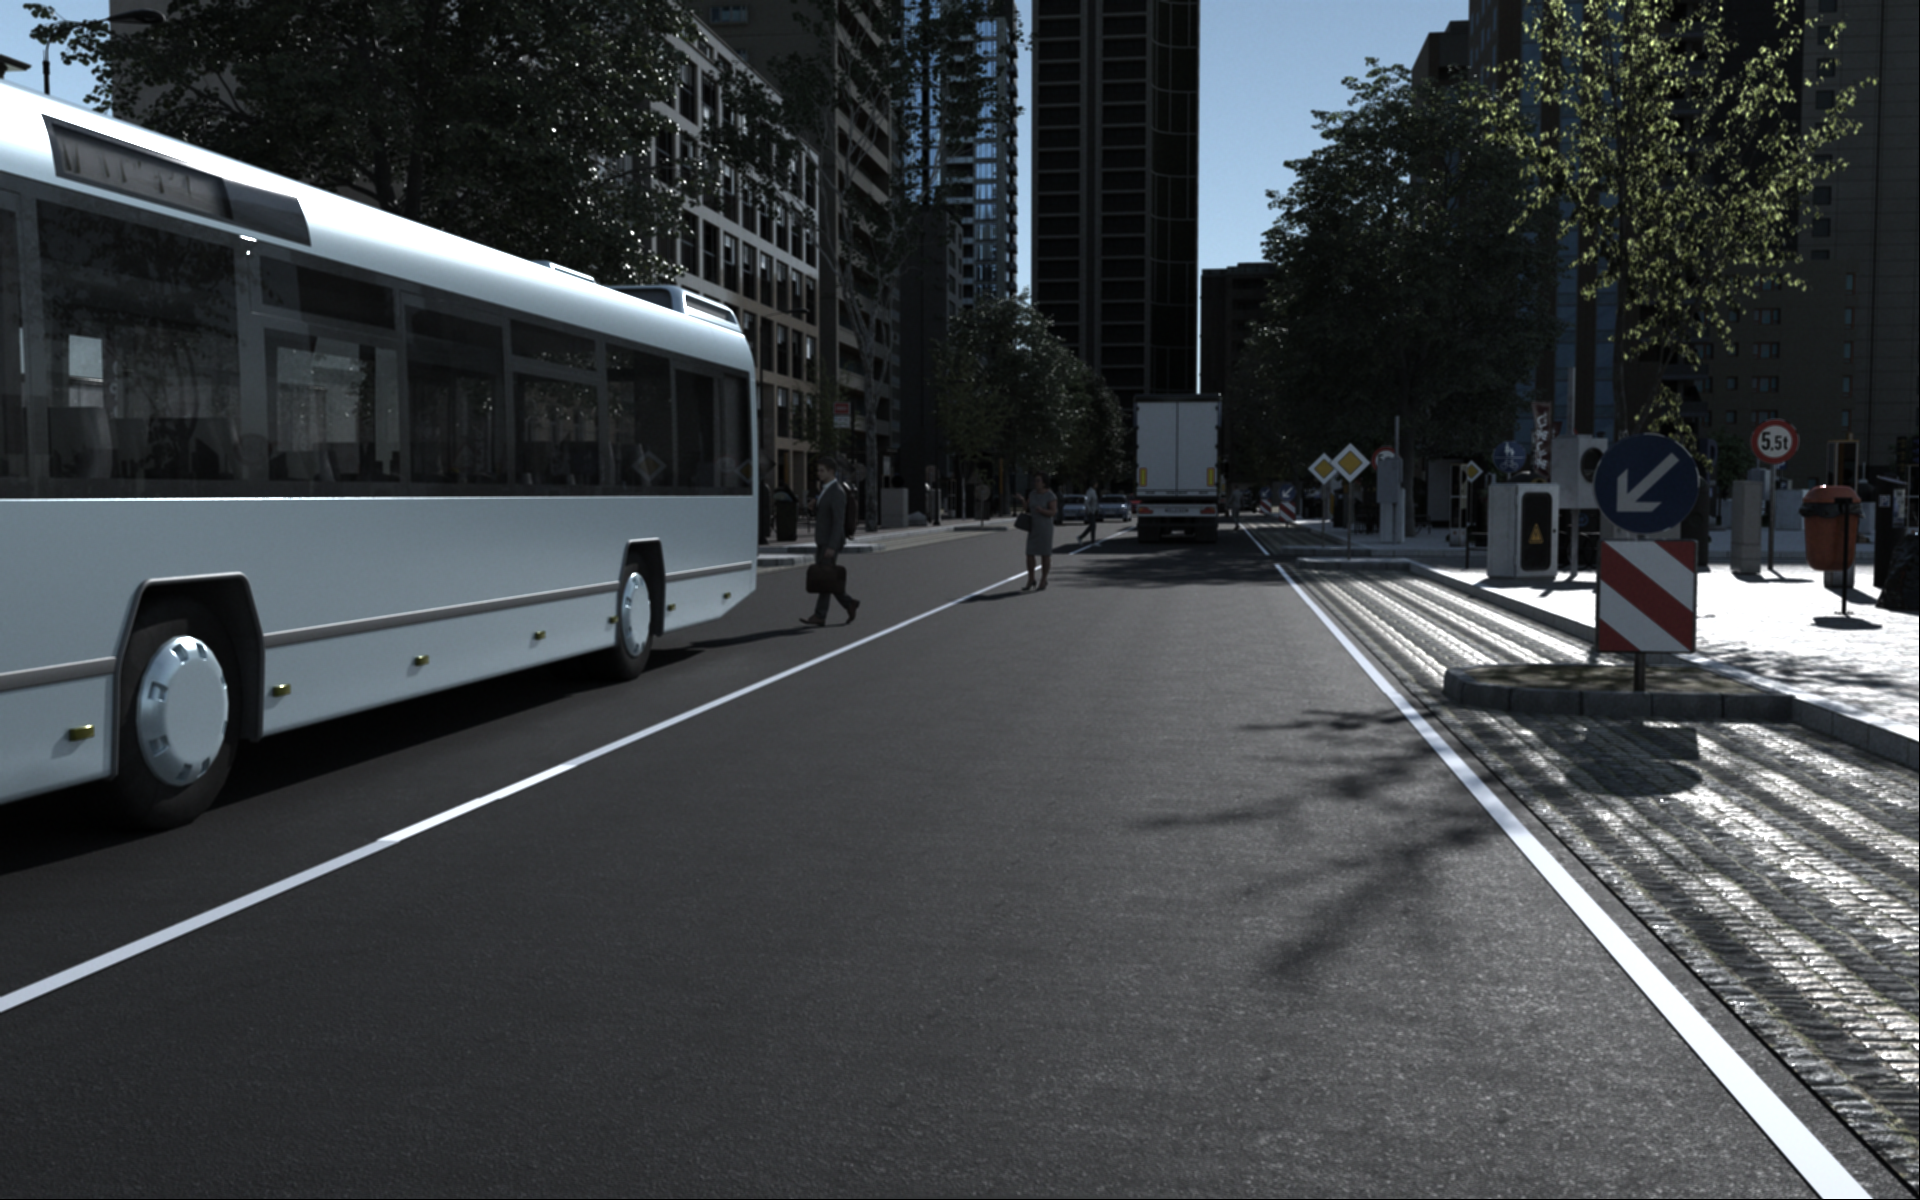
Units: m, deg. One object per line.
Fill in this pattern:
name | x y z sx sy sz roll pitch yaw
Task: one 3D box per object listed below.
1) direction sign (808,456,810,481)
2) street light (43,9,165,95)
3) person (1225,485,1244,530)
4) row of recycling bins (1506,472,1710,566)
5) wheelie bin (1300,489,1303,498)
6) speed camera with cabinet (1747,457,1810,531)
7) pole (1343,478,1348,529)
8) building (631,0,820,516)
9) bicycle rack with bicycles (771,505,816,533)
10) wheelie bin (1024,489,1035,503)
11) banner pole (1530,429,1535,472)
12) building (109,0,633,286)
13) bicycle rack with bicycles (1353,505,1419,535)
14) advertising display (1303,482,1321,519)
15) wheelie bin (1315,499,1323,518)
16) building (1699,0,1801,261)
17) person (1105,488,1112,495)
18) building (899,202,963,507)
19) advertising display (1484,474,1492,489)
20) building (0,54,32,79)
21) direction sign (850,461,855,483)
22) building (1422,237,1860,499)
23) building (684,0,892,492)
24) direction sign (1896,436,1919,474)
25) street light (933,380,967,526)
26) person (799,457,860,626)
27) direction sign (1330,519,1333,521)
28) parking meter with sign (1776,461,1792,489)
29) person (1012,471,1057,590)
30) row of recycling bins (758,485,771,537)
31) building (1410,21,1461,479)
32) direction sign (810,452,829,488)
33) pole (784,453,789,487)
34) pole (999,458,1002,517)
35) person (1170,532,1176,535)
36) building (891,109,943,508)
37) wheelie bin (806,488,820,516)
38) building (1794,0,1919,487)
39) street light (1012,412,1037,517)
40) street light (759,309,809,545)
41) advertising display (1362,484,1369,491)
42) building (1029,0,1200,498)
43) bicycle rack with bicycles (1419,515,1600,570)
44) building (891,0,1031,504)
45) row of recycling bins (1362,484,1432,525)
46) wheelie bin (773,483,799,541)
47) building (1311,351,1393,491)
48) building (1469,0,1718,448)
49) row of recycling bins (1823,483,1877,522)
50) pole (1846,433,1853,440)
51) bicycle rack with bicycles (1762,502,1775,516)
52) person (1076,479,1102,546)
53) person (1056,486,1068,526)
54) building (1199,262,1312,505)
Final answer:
direction sign | -8.619 -6.802 103.208 0.876 3.537 0.379 1 4 21
street light | -8.311 -2.709 16.831 1.470 5.913 1.316 1 4 8
person | 11.077 -3.732 69.645 0.709 1.813 0.853 -2 4 -27
row of recycling bins | 11.722 -1.495 31.561 3.534 1.692 1.069 1 4 14
wheelie bin | 22.046 -6.235 109.858 0.980 1.594 0.693 1 4 21
speed camera with cabinet | 29.124 -4.115 61.621 0.660 3.252 2.038 -3 4 -36
pole | 14.296 -4.302 64.183 0.158 3.312 0.155 0 3 0
building | -21.107 -17.897 97.135 19.350 26.468 34.151 1 4 8
bicycle rack with bicycles | -6.192 -2.684 57.262 2.852 0.926 2.925 -1 4 -22
wheelie bin | 4.717 -6.594 115.712 0.980 1.594 0.693 1 4 15
banner pole | 19.713 -4.207 58.801 0.863 3.779 0.401 -1 4 -12
building | -22.253 -17.356 69.679 13.634 28.700 20.117 1 4 8
bicycle rack with bicycles | 13.640 -2.566 55.333 2.852 0.926 2.925 3 4 37
advertising display | 18.475 -5.240 90.884 0.974 1.923 0.123 0 4 -4
wheelie bin | 19.487 -5.258 93.872 0.980 1.594 0.693 -1 4 -11
building | 69.706 -44.088 159.084 20.611 71.187 20.563 1 4 8
person | 9.772 -6.495 114.471 0.659 1.850 0.755 -1 4 -12
building | -7.090 -24.681 175.230 14.107 30.474 14.160 1 4 8
advertising display | 17.318 -3.159 56.857 0.123 1.923 0.974 1 4 11
building | -58.175 -14.685 73.382 30.059 22.955 16.112 1 4 8
direction sign | -7.484 -7.667 117.357 0.876 3.537 0.379 2 4 35
building | 54.393 -18.267 143.704 27.650 21.520 28.899 1 4 8
building | -17.643 -31.079 131.848 21.300 48.544 21.600 1 4 8
direction sign | 37.153 -4.640 67.868 0.876 3.537 0.379 1 4 22
street light | -0.420 -5.993 70.523 1.470 5.913 1.316 1 4 8
person | -1.390 -0.636 18.870 0.822 1.834 0.622 -2 4 -31
direction sign | 17.742 -5.506 82.024 0.876 3.537 0.379 0 4 -5
parking meter with sign | 40.679 -5.446 85.296 0.543 3.016 1.738 3 5 43
person | 1.077 -1.038 25.837 0.716 1.782 0.532 3 4 38
row of recycling bins | -7.275 -2.671 50.791 3.534 1.692 1.069 -1 4 -23
building | 50.647 -31.508 165.259 14.600 45.320 14.200 1 4 8
direction sign | -7.476 -6.196 93.309 0.876 3.537 0.379 -1 4 -23
pole | -8.551 -5.598 85.369 0.158 3.312 0.155 0 3 0
pole | 2.299 -6.369 97.978 0.158 3.312 0.155 0 3 0
person | 7.330 -3.218 61.096 0.573 1.828 0.580 2 4 29
building | -18.554 -28.366 155.668 32.217 40.220 23.993 1 4 8
wheelie bin | -8.209 -5.474 97.414 0.980 1.594 0.693 3 4 37
building | 90.284 -43.933 156.563 20.611 71.187 20.563 1 4 8
street light | 3.654 -7.696 98.370 1.470 5.913 1.316 1 4 8
street light | -4.467 -4.345 43.583 1.470 5.913 1.316 1 4 8
advertising display | 22.180 -5.404 93.562 0.974 1.923 0.123 1 4 17
building | 20.308 -48.040 223.713 20.611 71.187 20.563 1 4 8
bicycle rack with bicycles | 9.935 -0.985 29.482 2.852 0.926 2.925 -1 4 -19
building | -5.459 -55.887 226.416 31.000 86.520 22.319 1 4 8
row of recycling bins | 18.366 -3.986 72.289 1.069 1.692 3.534 -3 5 -42
wheelie bin | -4.764 -2.413 47.353 0.693 1.594 0.980 0 4 -8
building | 59.622 -23.116 222.987 28.899 21.520 27.650 1 4 8
building | 43.969 -28.908 122.758 14.600 45.320 14.200 1 4 8
row of recycling bins | 33.009 -3.468 63.817 1.069 1.692 3.534 -1 4 -14
pole | 29.572 -3.903 57.664 0.158 3.312 0.155 0 3 0
bicycle rack with bicycles | 35.535 -3.832 76.041 2.852 0.926 2.925 0 4 6
person | 3.544 -2.405 47.667 0.795 1.843 0.661 1 4 23
person | 4.586 -4.231 77.855 0.590 1.801 0.661 0 4 -8
building | 37.351 -27.368 219.171 14.107 30.474 14.160 1 4 8
